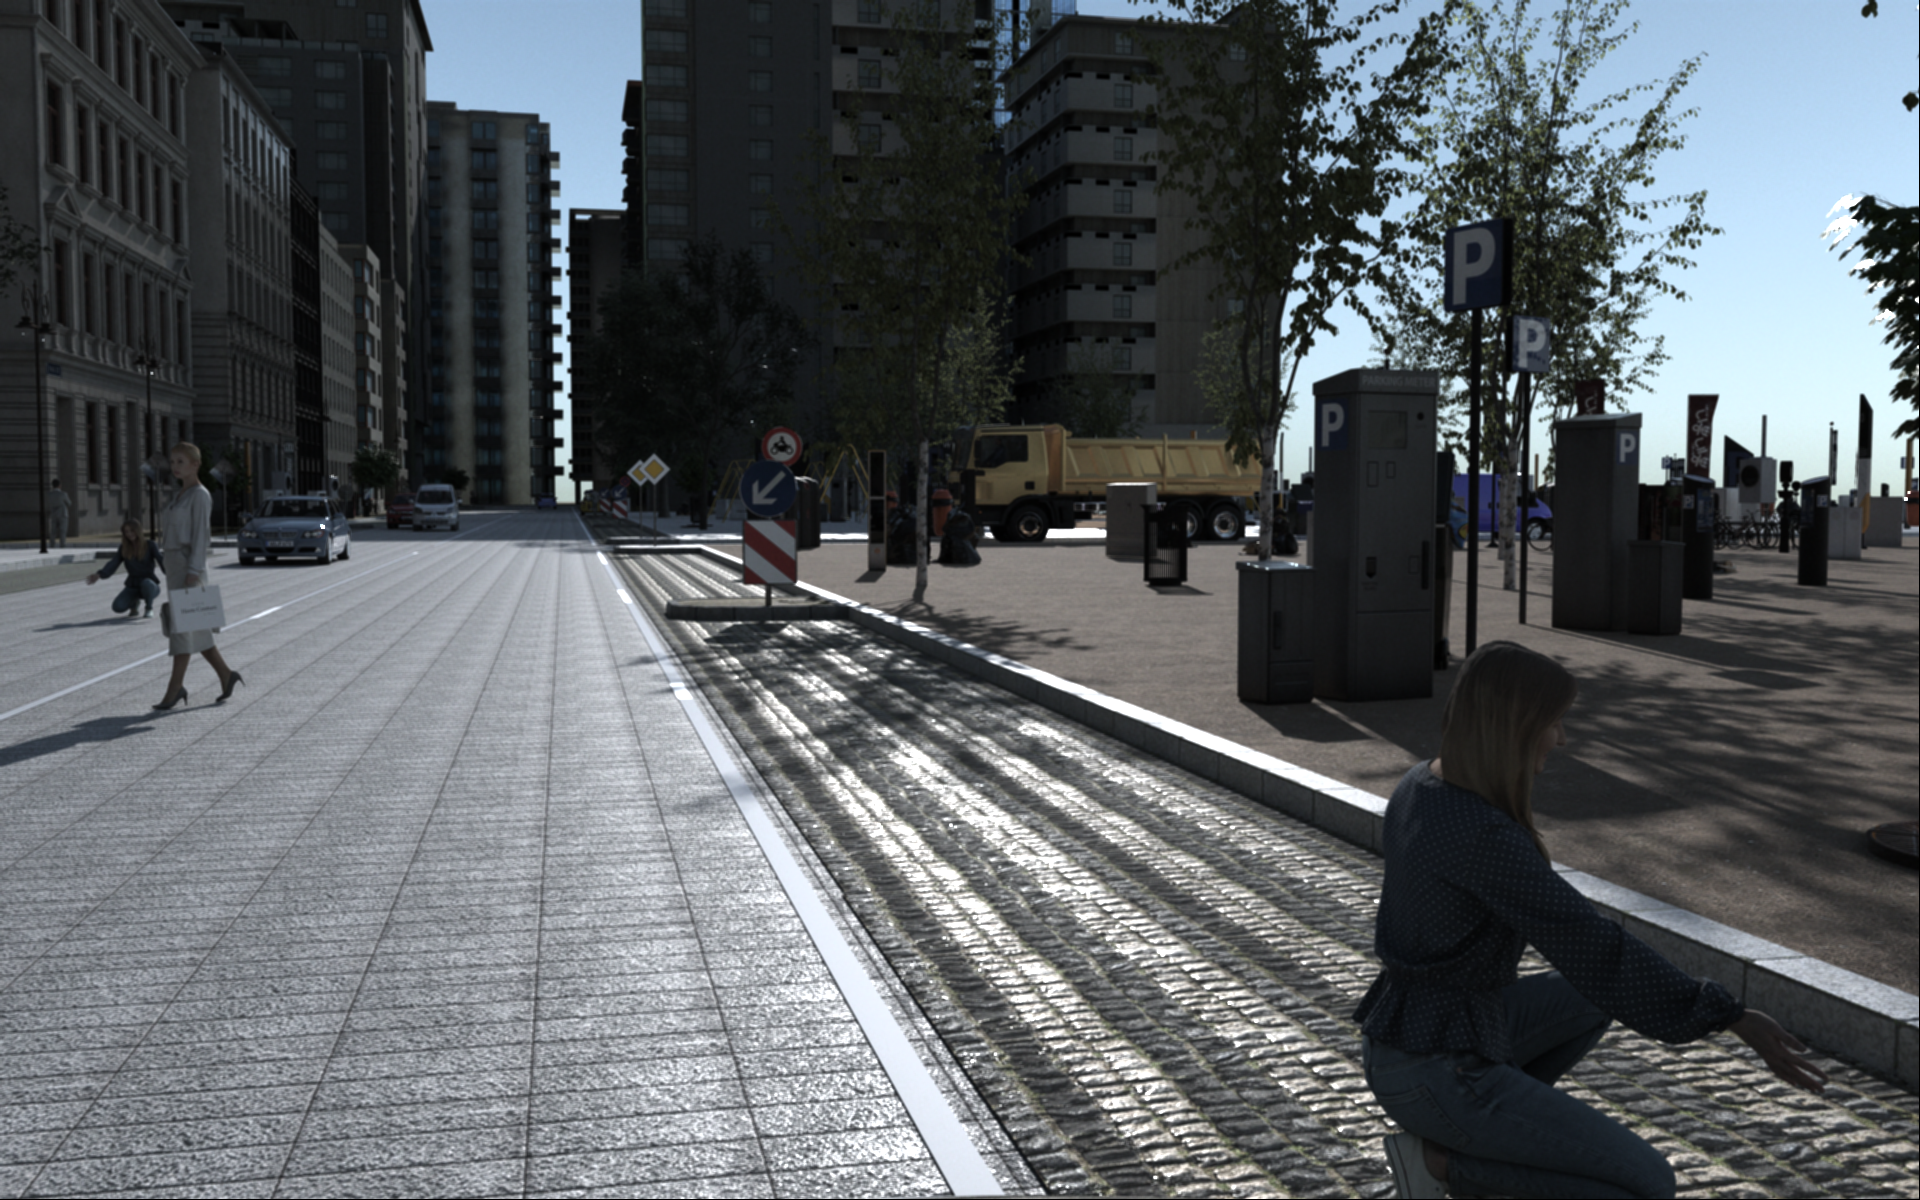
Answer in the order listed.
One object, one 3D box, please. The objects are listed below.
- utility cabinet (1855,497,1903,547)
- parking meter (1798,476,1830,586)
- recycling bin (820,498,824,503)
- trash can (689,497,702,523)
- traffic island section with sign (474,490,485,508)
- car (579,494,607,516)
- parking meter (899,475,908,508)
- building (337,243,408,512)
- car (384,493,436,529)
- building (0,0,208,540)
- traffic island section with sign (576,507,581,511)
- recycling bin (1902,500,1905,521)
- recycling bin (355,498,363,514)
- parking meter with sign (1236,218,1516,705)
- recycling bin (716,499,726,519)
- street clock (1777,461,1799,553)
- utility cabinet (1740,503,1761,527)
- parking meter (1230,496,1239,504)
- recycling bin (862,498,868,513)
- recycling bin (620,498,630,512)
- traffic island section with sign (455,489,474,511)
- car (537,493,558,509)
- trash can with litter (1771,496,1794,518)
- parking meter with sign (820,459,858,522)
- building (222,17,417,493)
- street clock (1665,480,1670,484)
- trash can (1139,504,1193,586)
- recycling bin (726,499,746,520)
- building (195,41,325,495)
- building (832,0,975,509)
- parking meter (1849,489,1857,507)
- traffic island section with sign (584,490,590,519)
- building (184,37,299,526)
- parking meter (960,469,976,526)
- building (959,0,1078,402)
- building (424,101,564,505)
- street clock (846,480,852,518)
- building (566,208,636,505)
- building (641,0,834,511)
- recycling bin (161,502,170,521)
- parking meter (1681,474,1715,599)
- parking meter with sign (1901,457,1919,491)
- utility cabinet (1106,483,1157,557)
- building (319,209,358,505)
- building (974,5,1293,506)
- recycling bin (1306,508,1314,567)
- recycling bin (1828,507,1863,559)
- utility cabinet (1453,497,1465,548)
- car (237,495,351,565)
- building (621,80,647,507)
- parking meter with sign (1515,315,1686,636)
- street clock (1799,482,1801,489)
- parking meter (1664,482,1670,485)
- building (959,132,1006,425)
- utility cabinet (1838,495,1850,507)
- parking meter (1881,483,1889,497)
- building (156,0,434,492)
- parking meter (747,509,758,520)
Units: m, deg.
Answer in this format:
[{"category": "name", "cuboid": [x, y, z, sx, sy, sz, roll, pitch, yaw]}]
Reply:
[{"category": "utility cabinet", "cuboid": [22.543, -1.918, 42.529, 1.020, 1.237, 0.306, 1, 4, 17]}, {"category": "parking meter", "cuboid": [11.994, -0.974, 24.329, 0.372, 1.533, 0.369, 0, 3, 0]}, {"category": "recycling bin", "cuboid": [-8.648, -5.804, 107.447, 0.722, 1.027, 0.722, -1, 4, -10]}, {"category": "trash can", "cuboid": [-11.545, -3.945, 76.149, 0.748, 1.137, 0.748, 0, 3, 0]}, {"category": "traffic island section with sign", "cuboid": [-48.612, -10.073, 173.317, 1.989, 1.847, 2.006, -1, 4, -13]}, {"category": "car", "cuboid": [-24.626, -6.499, 116.488, 2.015, 1.641, 3.980, -1, 4, -11]}, {"category": "parking meter", "cuboid": [-1.763, -2.966, 54.207, 0.255, 1.863, 0.399, 0, 4, -5]}, {"category": "building", "cuboid": [-57.669, -17.495, 131.080, 27.650, 21.520, 28.899, -1, 4, -13]}, {"category": "car", "cuboid": [-22.918, -3.877, 72.423, 2.155, 1.783, 4.494, -1, 4, -14]}, {"category": "building", "cuboid": [-32.748, -13.488, 56.689, 11.583, 22.565, 21.152, -1, 4, -13]}, {"category": "traffic island section with sign", "cuboid": [-31.940, -8.621, 149.577, 1.989, 1.847, 2.006, -1, 4, -13]}, {"category": "recycling bin", "cuboid": [42.636, -3.975, 77.553, 0.722, 1.027, 0.722, -1, 4, -13]}, {"category": "recycling bin", "cuboid": [-37.805, -5.905, 109.105, 0.722, 1.027, 0.722, -3, 4, -36]}, {"category": "parking meter with sign", "cuboid": [2.586, -0.895, 10.888, 1.738, 3.016, 0.543, -2, 4, -25]}, {"category": "recycling bin", "cuboid": [-11.968, -4.633, 88.307, 0.722, 1.027, 0.722, 2, 4, 31]}, {"category": "street clock", "cuboid": [18.052, -2.037, 37.881, 0.358, 2.002, 0.471, 2, 4, 30]}, {"category": "utility cabinet", "cuboid": [30.371, -3.556, 66.813, 0.318, 1.500, 1.173, -1, 4, -20]}, {"category": "parking meter", "cuboid": [12.056, -4.140, 76.100, 0.372, 1.533, 0.369, 0, 3, 0]}, {"category": "recycling bin", "cuboid": [-6.319, -6.517, 119.106, 0.722, 1.027, 0.722, -2, 4, -28]}, {"category": "recycling bin", "cuboid": [-23.664, -6.712, 122.297, 0.722, 1.027, 0.722, -1, 4, -11]}, {"category": "traffic island section with sign", "cuboid": [-42.580, -8.460, 146.953, 1.989, 1.847, 2.006, -1, 4, -13]}, {"category": "car", "cuboid": [-39.101, -9.445, 164.018, 1.945, 1.707, 3.694, -1, 4, -14]}, {"category": "trash can with litter", "cuboid": [45.015, -5.126, 94.864, 1.678, 1.210, 2.233, -3, 5, -43]}, {"category": "parking meter with sign", "cuboid": [-5.558, -5.069, 79.145, 1.738, 3.016, 0.543, 0, 4, 8]}, {"category": "building", "cuboid": [-56.273, -28.710, 152.998, 14.154, 41.232, 14.086, -1, 4, -13]}, {"category": "street clock", "cuboid": [37.059, -5.254, 90.467, 0.471, 2.002, 0.358, -1, 4, -19]}, {"category": "trash can", "cuboid": [2.885, -0.773, 24.299, 0.748, 1.137, 0.748, 0, 3, 0]}, {"category": "recycling bin", "cuboid": [-10.886, -4.415, 84.744, 0.722, 1.027, 0.722, -1, 4, -19]}, {"category": "building", "cuboid": [-41.655, -16.066, 92.351, 12.332, 23.373, 15.834, -1, 4, -13]}, {"category": "building", "cuboid": [-14.131, -34.758, 157.530, 28.713, 52.752, 27.495, -1, 4, -13]}, {"category": "parking meter", "cuboid": [46.502, -4.999, 90.138, 0.372, 1.533, 0.369, 0, 3, 0]}, {"category": "traffic island section with sign", "cuboid": [-20.791, -5.638, 100.801, 1.989, 1.847, 2.006, -1, 4, -13]}, {"category": "building", "cuboid": [-35.633, -13.895, 76.340, 9.793, 20.994, 18.267, -1, 4, -13]}, {"category": "parking meter", "cuboid": [0.179, -2.144, 40.762, 0.255, 1.863, 0.399, -2, 4, -25]}, {"category": "building", "cuboid": [3.436, -55.951, 227.472, 31.000, 86.520, 22.319, -1, 4, -13]}, {"category": "building", "cuboid": [-64.769, -36.337, 213.723, 30.456, 49.044, 23.786, -1, 4, -13]}, {"category": "street clock", "cuboid": [-5.893, -5.328, 91.690, 0.358, 2.002, 0.471, -2, 4, -29]}, {"category": "building", "cuboid": [-38.498, -32.545, 223.996, 23.993, 40.220, 32.217, -1, 4, -13]}, {"category": "building", "cuboid": [-17.723, -27.650, 135.668, 14.154, 41.232, 14.086, -1, 4, -13]}, {"category": "recycling bin", "cuboid": [-24.994, -2.620, 55.390, 0.722, 1.027, 0.722, 1, 4, 16]}, {"category": "parking meter", "cuboid": [9.043, -0.784, 21.236, 0.372, 1.533, 0.369, 0, 3, 0]}, {"category": "parking meter with sign", "cuboid": [44.316, -5.163, 80.676, 0.543, 3.016, 1.738, 1, 4, 15]}, {"category": "utility cabinet", "cuboid": [3.449, -1.610, 35.007, 0.318, 1.500, 1.173, -3, 4, -38]}, {"category": "building", "cuboid": [-44.344, -15.524, 108.568, 10.420, 20.320, 16.860, -1, 4, -13]}, {"category": "building", "cuboid": [18.593, -36.999, 194.176, 27.495, 52.752, 28.713, -1, 4, -13]}, {"category": "recycling bin", "cuboid": [5.636, -0.809, 25.787, 0.722, 1.027, 0.722, 3, 5, 39]}, {"category": "recycling bin", "cuboid": [17.334, -1.330, 34.295, 0.722, 1.027, 0.722, 0, 4, 1]}, {"category": "utility cabinet", "cuboid": [11.469, -1.842, 41.285, 1.020, 1.237, 0.306, 0, 4, -3]}, {"category": "car", "cuboid": [-13.965, -1.499, 36.503, 2.014, 1.417, 4.499, -1, 4, -12]}, {"category": "building", "cuboid": [-24.442, -32.404, 184.431, 22.147, 44.769, 28.867, -1, 4, -13]}, {"category": "parking meter with sign", "cuboid": [6.013, -1.230, 16.373, 0.543, 3.016, 1.738, -2, 4, -32]}, {"category": "street clock", "cuboid": [46.864, -5.659, 97.097, 0.471, 2.002, 0.358, 3, 4, 37]}, {"category": "parking meter", "cuboid": [34.541, -4.818, 84.485, 0.255, 1.863, 0.399, -2, 4, -28]}, {"category": "building", "cuboid": [-3.203, -31.376, 196.596, 14.086, 41.232, 14.154, -1, 4, -13]}, {"category": "utility cabinet", "cuboid": [52.875, -5.632, 103.244, 1.020, 1.237, 0.306, -1, 4, -13]}, {"category": "parking meter", "cuboid": [50.986, -5.491, 95.489, 0.399, 1.863, 0.255, -2, 4, -33]}, {"category": "building", "cuboid": [-67.870, -35.771, 174.088, 27.495, 52.752, 28.713, -1, 4, -13]}, {"category": "parking meter", "cuboid": [-6.822, -3.135, 56.973, 0.399, 1.863, 0.255, -1, 4, -22]}]
